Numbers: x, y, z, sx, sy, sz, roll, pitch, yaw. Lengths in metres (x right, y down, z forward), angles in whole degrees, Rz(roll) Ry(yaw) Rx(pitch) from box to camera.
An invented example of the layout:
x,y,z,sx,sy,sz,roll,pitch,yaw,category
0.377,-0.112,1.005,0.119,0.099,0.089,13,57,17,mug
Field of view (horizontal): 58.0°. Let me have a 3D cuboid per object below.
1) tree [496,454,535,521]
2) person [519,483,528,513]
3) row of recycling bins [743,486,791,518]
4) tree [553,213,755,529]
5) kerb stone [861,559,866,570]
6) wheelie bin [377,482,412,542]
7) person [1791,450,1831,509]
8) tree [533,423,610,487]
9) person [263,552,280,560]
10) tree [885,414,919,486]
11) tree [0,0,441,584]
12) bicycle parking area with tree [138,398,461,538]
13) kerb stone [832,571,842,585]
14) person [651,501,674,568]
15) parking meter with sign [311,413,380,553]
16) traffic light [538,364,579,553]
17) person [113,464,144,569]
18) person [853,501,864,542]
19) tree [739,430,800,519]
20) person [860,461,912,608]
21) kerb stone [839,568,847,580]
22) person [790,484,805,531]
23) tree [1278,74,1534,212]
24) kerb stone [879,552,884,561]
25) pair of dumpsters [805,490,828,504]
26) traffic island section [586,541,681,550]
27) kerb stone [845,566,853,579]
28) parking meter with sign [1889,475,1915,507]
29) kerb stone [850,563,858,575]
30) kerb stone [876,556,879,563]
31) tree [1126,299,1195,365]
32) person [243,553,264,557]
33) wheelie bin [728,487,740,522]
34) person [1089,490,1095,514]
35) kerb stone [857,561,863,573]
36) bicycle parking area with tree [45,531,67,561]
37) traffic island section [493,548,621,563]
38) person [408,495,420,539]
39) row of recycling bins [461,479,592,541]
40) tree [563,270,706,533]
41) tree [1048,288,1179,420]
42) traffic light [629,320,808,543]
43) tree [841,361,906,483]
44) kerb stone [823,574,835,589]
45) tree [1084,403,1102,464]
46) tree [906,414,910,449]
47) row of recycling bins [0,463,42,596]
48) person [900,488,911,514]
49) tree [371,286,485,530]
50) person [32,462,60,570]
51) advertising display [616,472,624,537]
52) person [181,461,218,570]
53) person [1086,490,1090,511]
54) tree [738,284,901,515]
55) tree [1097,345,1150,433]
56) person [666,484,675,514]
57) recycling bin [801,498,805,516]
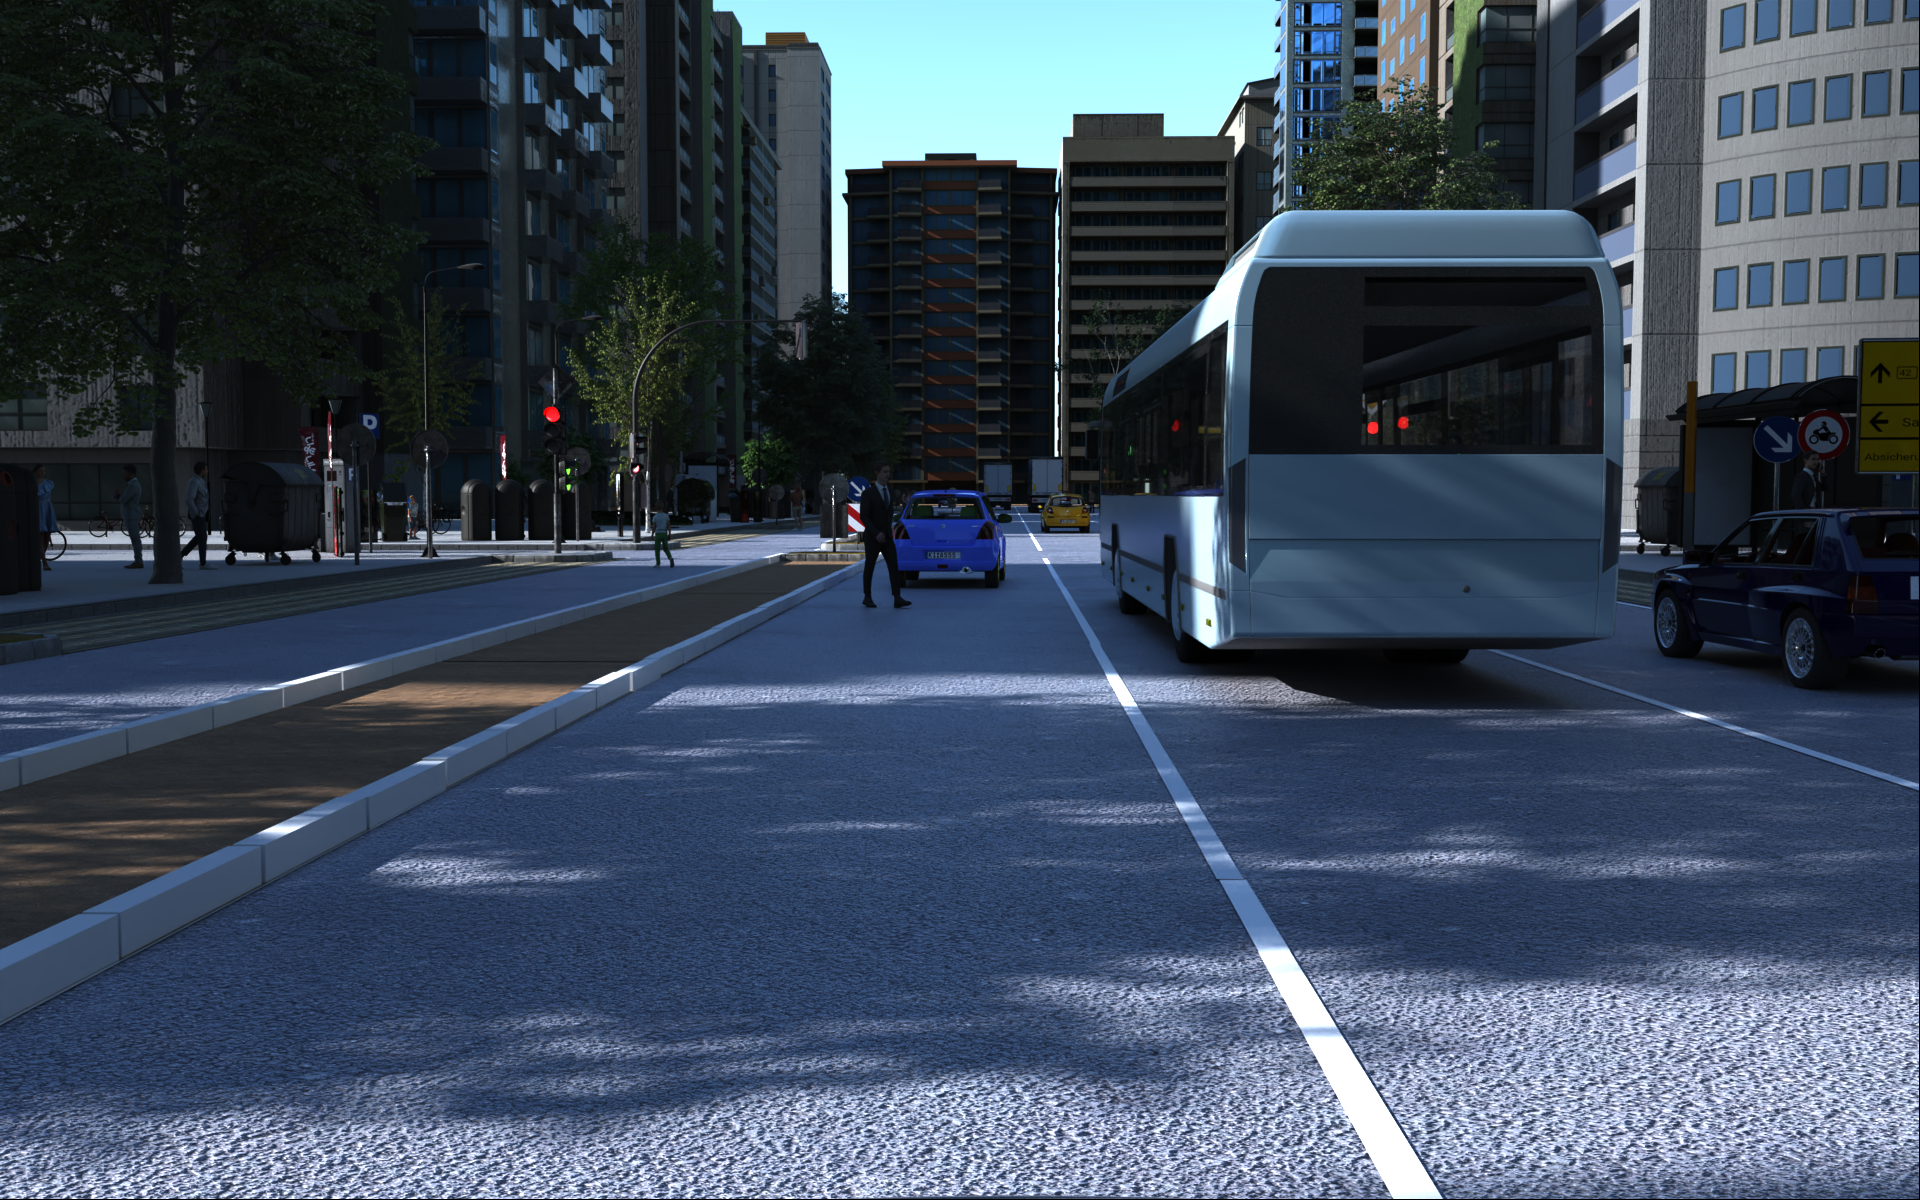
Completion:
x,y,z,sx,sy,sz,roll,pitch,yaw,category
-21.678,-5.458,83.841,1.663,3.219,1.824,0,3,0,tree
-20.377,-4.517,80.321,0.534,1.772,0.576,2,4,35,person
-10.484,-5.294,93.670,3.534,1.692,1.069,3,5,42,row of recycling bins
-11.247,-8.500,64.726,9.928,11.665,9.643,0,3,0,tree
-1.880,-0.626,32.493,0.120,0.150,1.000,0,4,2,kerb stone
-15.339,-2.376,46.762,0.980,1.594,0.693,-2,4,-28,wheelie bin
12.102,-1.176,24.630,0.474,1.900,0.648,2,4,32,person
-17.703,-5.833,79.077,4.285,4.588,4.351,0,3,0,tree
-13.366,-1.578,33.653,0.330,1.601,0.589,-2,4,-30,person
-8.033,-15.429,186.670,7.601,10.594,8.767,-3,5,-41,tree
-11.160,-6.529,24.878,7.486,12.596,7.792,0,3,0,tree
-20.977,-4.042,53.090,8.231,4.147,9.016,3,4,37,bicycle parking area with tree
-2.019,-0.316,27.375,0.120,0.150,1.000,0,4,2,kerb stone
-5.747,-1.266,33.455,0.306,1.304,0.590,-3,5,-44,person
-13.494,-2.543,37.837,1.738,3.016,0.543,2,4,28,parking meter with sign
-8.675,-2.961,37.330,0.839,4.253,0.868,0,4,2,traffic light
-14.359,-1.448,29.897,0.466,1.800,0.511,-3,4,-37,person
-2.721,-2.333,46.825,0.473,1.802,0.592,0,4,4,person
-9.726,-6.425,88.766,4.285,4.588,4.351,0,3,0,tree
-0.947,-0.827,21.800,0.659,1.850,0.755,-3,5,-43,person
-2.001,-0.379,28.400,0.120,0.150,1.000,0,4,2,kerb stone
-6.372,-3.641,68.010,0.573,1.828,0.580,1,4,8,person
13.817,-8.967,53.272,9.857,13.997,8.962,0,3,0,tree
-1.745,-0.944,37.622,0.120,0.150,1.000,0,4,2,kerb stone
-9.681,-7.020,117.275,1.574,2.255,4.437,0,4,1,pair of dumpsters
-8.497,-1.417,45.448,2.009,0.180,2.903,0,4,2,traffic island section
-1.968,-0.436,29.423,0.120,0.150,1.000,0,4,2,kerb stone
18.830,-2.348,34.655,0.543,3.016,1.738,2,4,31,parking meter with sign
-1.938,-0.505,30.445,0.120,0.150,1.000,0,4,2,kerb stone
-1.805,-0.818,35.566,0.120,0.150,1.000,0,4,2,kerb stone
14.654,-12.465,110.463,9.857,13.997,8.962,0,3,0,tree
-14.311,-1.520,35.142,0.590,1.304,0.306,2,4,25,person
-10.206,-4.348,78.992,0.693,1.594,0.980,0,4,-3,wheelie bin
9.549,-7.202,126.776,0.617,1.759,0.750,-2,4,-29,person
-1.914,-0.560,31.467,0.120,0.150,1.000,0,4,2,kerb stone
-21.002,-2.617,29.797,8.231,4.147,9.016,1,4,17,bicycle parking area with tree
-8.715,-0.929,37.466,2.009,0.180,2.903,0,4,2,traffic island section
-15.465,-2.343,49.032,0.332,1.250,0.352,-1,4,-20,person
-12.080,-2.520,48.309,3.534,1.692,1.069,-1,4,-20,row of recycling bins
-10.458,-6.498,56.599,4.737,8.622,4.395,0,3,0,tree
14.990,-18.600,160.004,12.611,20.169,13.585,0,3,0,tree
-6.363,-4.319,45.290,4.771,5.953,1.251,0,4,2,traffic light
-8.527,-13.587,140.274,7.486,12.596,7.792,0,3,0,tree
-2.052,-0.254,26.349,0.120,0.150,1.000,0,4,2,kerb stone
17.123,-15.756,183.357,9.928,11.665,9.643,0,3,0,tree
-8.041,-14.775,159.697,7.486,12.596,7.792,0,3,0,tree
-12.359,-0.884,21.558,1.069,1.692,3.534,-1,4,-13,row of recycling bins
-2.920,-5.039,91.476,0.643,1.750,0.593,2,4,33,person
-19.151,-6.825,61.958,4.737,8.622,4.395,0,3,0,tree
-15.545,-1.410,29.197,0.778,1.811,0.616,3,5,44,person
-10.229,-2.869,52.115,0.123,1.923,0.974,-1,4,-18,advertising display
-13.020,-1.439,29.420,0.795,1.843,0.661,0,4,-7,person
10.792,-8.247,143.888,0.434,1.755,0.990,3,4,37,person
-8.816,-12.259,107.092,9.857,13.997,8.962,0,3,0,tree
15.930,-13.891,137.493,12.009,13.543,11.850,0,3,0,tree
-15.617,-5.386,93.889,0.755,1.850,0.659,-1,4,-9,person
-9.771,-5.580,103.784,0.722,1.027,0.722,2,4,26,recycling bin
